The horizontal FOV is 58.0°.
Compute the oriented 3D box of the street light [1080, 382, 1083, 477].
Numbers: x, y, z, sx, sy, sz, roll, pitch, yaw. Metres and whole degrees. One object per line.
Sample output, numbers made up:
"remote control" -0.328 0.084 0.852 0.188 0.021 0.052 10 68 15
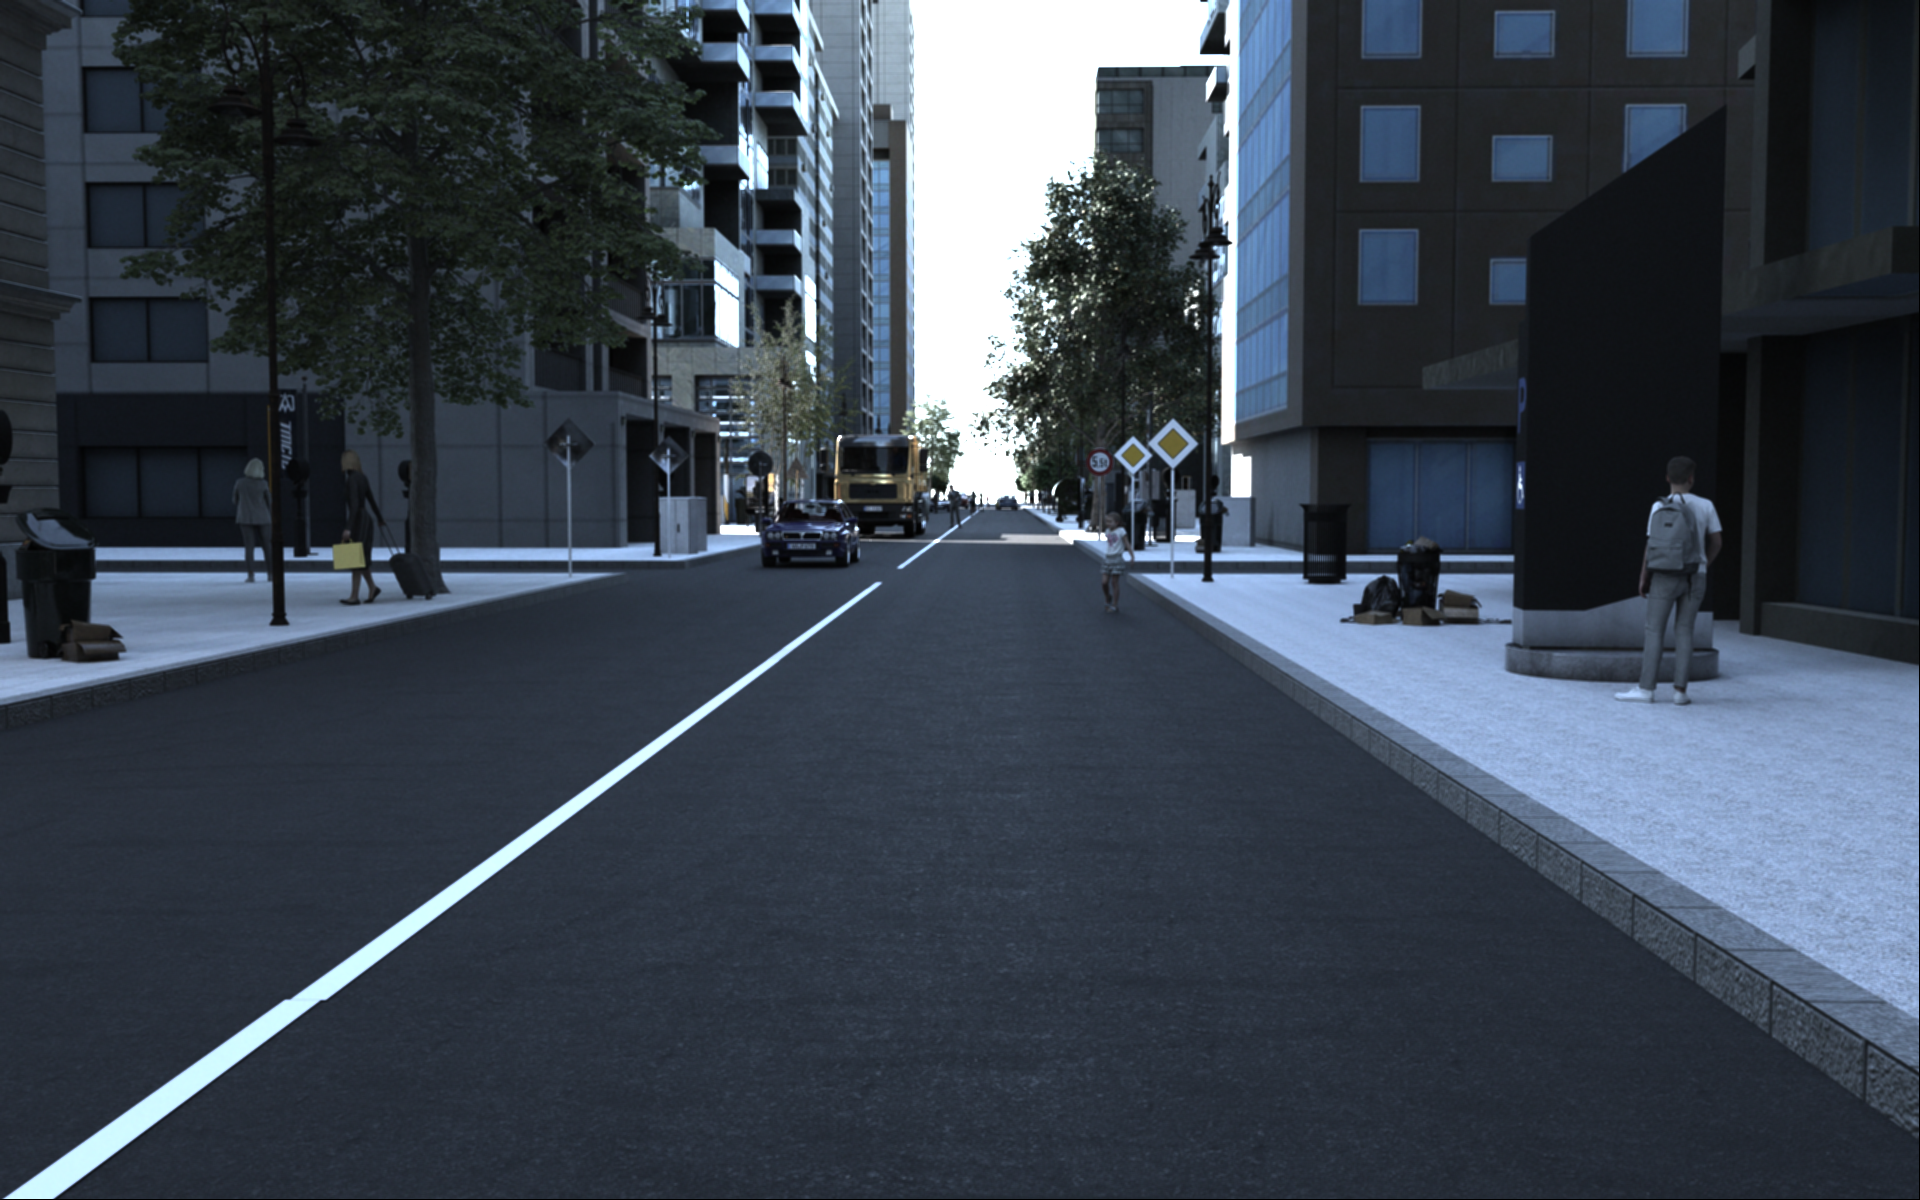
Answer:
"street light" 4.669 -5.730 66.473 0.468 5.910 1.993 0 4 1

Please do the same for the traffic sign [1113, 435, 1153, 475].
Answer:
"traffic sign" 3.455 -1.971 34.409 0.795 2.593 0.064 0 4 1

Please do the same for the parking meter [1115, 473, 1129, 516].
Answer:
"parking meter" 4.488 -2.588 48.021 0.255 1.863 0.399 2 4 29

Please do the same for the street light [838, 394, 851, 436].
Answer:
"street light" -5.230 -6.453 78.293 0.468 5.910 1.993 0 4 1

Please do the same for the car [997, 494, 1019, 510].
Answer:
"car" 4.309 -8.802 155.919 2.014 1.417 4.499 0 4 1

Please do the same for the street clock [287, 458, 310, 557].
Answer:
"street clock" -13.436 -1.875 35.222 0.471 2.002 0.358 3 4 38

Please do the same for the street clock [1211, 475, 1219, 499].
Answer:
"street clock" 9.635 -3.758 66.016 0.471 2.002 0.358 -3 4 -38

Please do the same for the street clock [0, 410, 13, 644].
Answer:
"street clock" -8.298 -0.627 14.829 0.471 2.002 0.358 3 5 41

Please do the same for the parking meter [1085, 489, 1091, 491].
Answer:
"parking meter" 7.133 -5.356 95.977 0.372 1.533 0.369 0 3 0

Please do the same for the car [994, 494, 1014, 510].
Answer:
"car" 4.159 -9.209 160.791 2.015 1.641 3.980 0 4 1

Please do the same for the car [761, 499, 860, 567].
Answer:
"car" -3.015 -1.391 35.315 1.945 1.354 3.894 0 4 1

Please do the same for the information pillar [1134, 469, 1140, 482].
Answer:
"information pillar" 9.430 -6.164 92.140 0.183 3.616 0.504 -2 4 -26

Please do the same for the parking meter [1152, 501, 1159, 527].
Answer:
"parking meter" 7.549 -3.772 67.379 0.255 1.863 0.399 -2 4 -24

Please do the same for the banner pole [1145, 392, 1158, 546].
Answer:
"banner pole" 4.661 -3.225 42.739 0.401 3.779 0.863 0 4 -4

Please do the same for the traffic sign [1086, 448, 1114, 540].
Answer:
"traffic sign" 3.894 -2.948 48.302 0.768 2.556 0.104 0 4 6

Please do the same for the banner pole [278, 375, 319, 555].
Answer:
"banner pole" -13.965 -2.834 36.359 0.863 3.779 0.401 -1 4 -13

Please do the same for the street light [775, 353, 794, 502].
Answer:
"street light" -5.765 -5.148 56.959 0.468 5.910 1.993 0 4 1

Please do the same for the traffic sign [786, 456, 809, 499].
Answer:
"traffic sign" -5.641 -3.655 59.763 0.884 2.594 0.081 0 4 7

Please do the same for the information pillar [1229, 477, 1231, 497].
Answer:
"information pillar" 11.481 -4.158 72.481 0.304 2.012 0.304 -2 4 -25

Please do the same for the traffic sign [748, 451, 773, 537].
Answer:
"traffic sign" -5.942 -3.147 51.553 0.768 2.556 0.104 1 4 11

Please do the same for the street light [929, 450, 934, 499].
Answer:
"street light" -2.910 -12.464 176.570 0.468 5.910 1.993 0 4 1

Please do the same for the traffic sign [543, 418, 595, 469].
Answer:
"traffic sign" -6.027 -1.497 26.667 0.795 2.593 0.064 0 4 1

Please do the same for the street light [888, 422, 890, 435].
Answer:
"street light" -4.542 -8.476 111.374 0.468 5.910 1.993 0 4 1

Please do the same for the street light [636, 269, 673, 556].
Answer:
"street light" -6.255 -3.843 35.624 0.468 5.910 1.993 0 4 1

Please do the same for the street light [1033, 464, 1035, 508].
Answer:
"street light" 6.489 -10.390 142.669 0.468 5.910 1.993 0 4 1

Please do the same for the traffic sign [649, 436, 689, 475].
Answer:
"traffic sign" -5.837 -1.985 34.650 0.795 2.593 0.064 0 4 1

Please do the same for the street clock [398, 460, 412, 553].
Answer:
"street clock" -11.756 -1.986 37.049 0.358 2.002 0.471 1 4 23

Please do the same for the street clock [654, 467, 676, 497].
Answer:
"street clock" -6.875 -2.192 40.402 0.471 2.002 0.358 0 3 0

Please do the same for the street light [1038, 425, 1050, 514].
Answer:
"street light" 5.873 -9.061 120.938 0.468 5.910 1.993 0 4 1

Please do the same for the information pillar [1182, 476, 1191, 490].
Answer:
"information pillar" 9.405 -4.122 71.892 0.304 2.012 0.304 2 4 24

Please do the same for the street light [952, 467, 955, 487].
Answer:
"street light" -0.937 -17.481 258.596 0.468 5.910 1.993 0 4 1

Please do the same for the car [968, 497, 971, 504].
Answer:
"car" 0.832 -12.226 212.467 1.945 1.354 3.894 0 4 2

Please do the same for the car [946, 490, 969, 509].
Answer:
"car" -0.198 -9.860 169.890 2.281 1.827 5.304 0 4 0

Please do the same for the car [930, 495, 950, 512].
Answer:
"car" -1.601 -7.692 138.337 1.945 1.354 3.894 0 3 0

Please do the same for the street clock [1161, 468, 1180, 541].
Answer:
"street clock" 5.774 -2.629 47.556 0.471 2.002 0.358 -1 4 -20

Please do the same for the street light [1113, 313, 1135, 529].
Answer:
"street light" 4.191 -4.386 44.499 0.468 5.910 1.993 0 4 1

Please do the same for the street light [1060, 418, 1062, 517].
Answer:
"street light" 5.104 -7.035 87.809 0.468 5.910 1.993 0 4 1

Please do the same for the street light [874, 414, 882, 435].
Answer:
"street light" -4.695 -7.789 100.132 0.468 5.910 1.993 0 4 1

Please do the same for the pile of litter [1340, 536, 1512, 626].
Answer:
"pile of litter" 4.689 -0.205 17.312 1.719 0.858 1.176 1 4 15

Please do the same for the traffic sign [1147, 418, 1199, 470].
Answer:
"traffic sign" 3.265 -1.482 26.426 0.795 2.593 0.064 0 4 1

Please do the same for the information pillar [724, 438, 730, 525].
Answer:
"information pillar" -9.806 -4.971 72.626 0.183 3.616 0.504 -1 4 -21

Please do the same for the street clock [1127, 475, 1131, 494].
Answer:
"street clock" 6.132 -3.671 64.585 0.471 2.002 0.358 3 5 44
